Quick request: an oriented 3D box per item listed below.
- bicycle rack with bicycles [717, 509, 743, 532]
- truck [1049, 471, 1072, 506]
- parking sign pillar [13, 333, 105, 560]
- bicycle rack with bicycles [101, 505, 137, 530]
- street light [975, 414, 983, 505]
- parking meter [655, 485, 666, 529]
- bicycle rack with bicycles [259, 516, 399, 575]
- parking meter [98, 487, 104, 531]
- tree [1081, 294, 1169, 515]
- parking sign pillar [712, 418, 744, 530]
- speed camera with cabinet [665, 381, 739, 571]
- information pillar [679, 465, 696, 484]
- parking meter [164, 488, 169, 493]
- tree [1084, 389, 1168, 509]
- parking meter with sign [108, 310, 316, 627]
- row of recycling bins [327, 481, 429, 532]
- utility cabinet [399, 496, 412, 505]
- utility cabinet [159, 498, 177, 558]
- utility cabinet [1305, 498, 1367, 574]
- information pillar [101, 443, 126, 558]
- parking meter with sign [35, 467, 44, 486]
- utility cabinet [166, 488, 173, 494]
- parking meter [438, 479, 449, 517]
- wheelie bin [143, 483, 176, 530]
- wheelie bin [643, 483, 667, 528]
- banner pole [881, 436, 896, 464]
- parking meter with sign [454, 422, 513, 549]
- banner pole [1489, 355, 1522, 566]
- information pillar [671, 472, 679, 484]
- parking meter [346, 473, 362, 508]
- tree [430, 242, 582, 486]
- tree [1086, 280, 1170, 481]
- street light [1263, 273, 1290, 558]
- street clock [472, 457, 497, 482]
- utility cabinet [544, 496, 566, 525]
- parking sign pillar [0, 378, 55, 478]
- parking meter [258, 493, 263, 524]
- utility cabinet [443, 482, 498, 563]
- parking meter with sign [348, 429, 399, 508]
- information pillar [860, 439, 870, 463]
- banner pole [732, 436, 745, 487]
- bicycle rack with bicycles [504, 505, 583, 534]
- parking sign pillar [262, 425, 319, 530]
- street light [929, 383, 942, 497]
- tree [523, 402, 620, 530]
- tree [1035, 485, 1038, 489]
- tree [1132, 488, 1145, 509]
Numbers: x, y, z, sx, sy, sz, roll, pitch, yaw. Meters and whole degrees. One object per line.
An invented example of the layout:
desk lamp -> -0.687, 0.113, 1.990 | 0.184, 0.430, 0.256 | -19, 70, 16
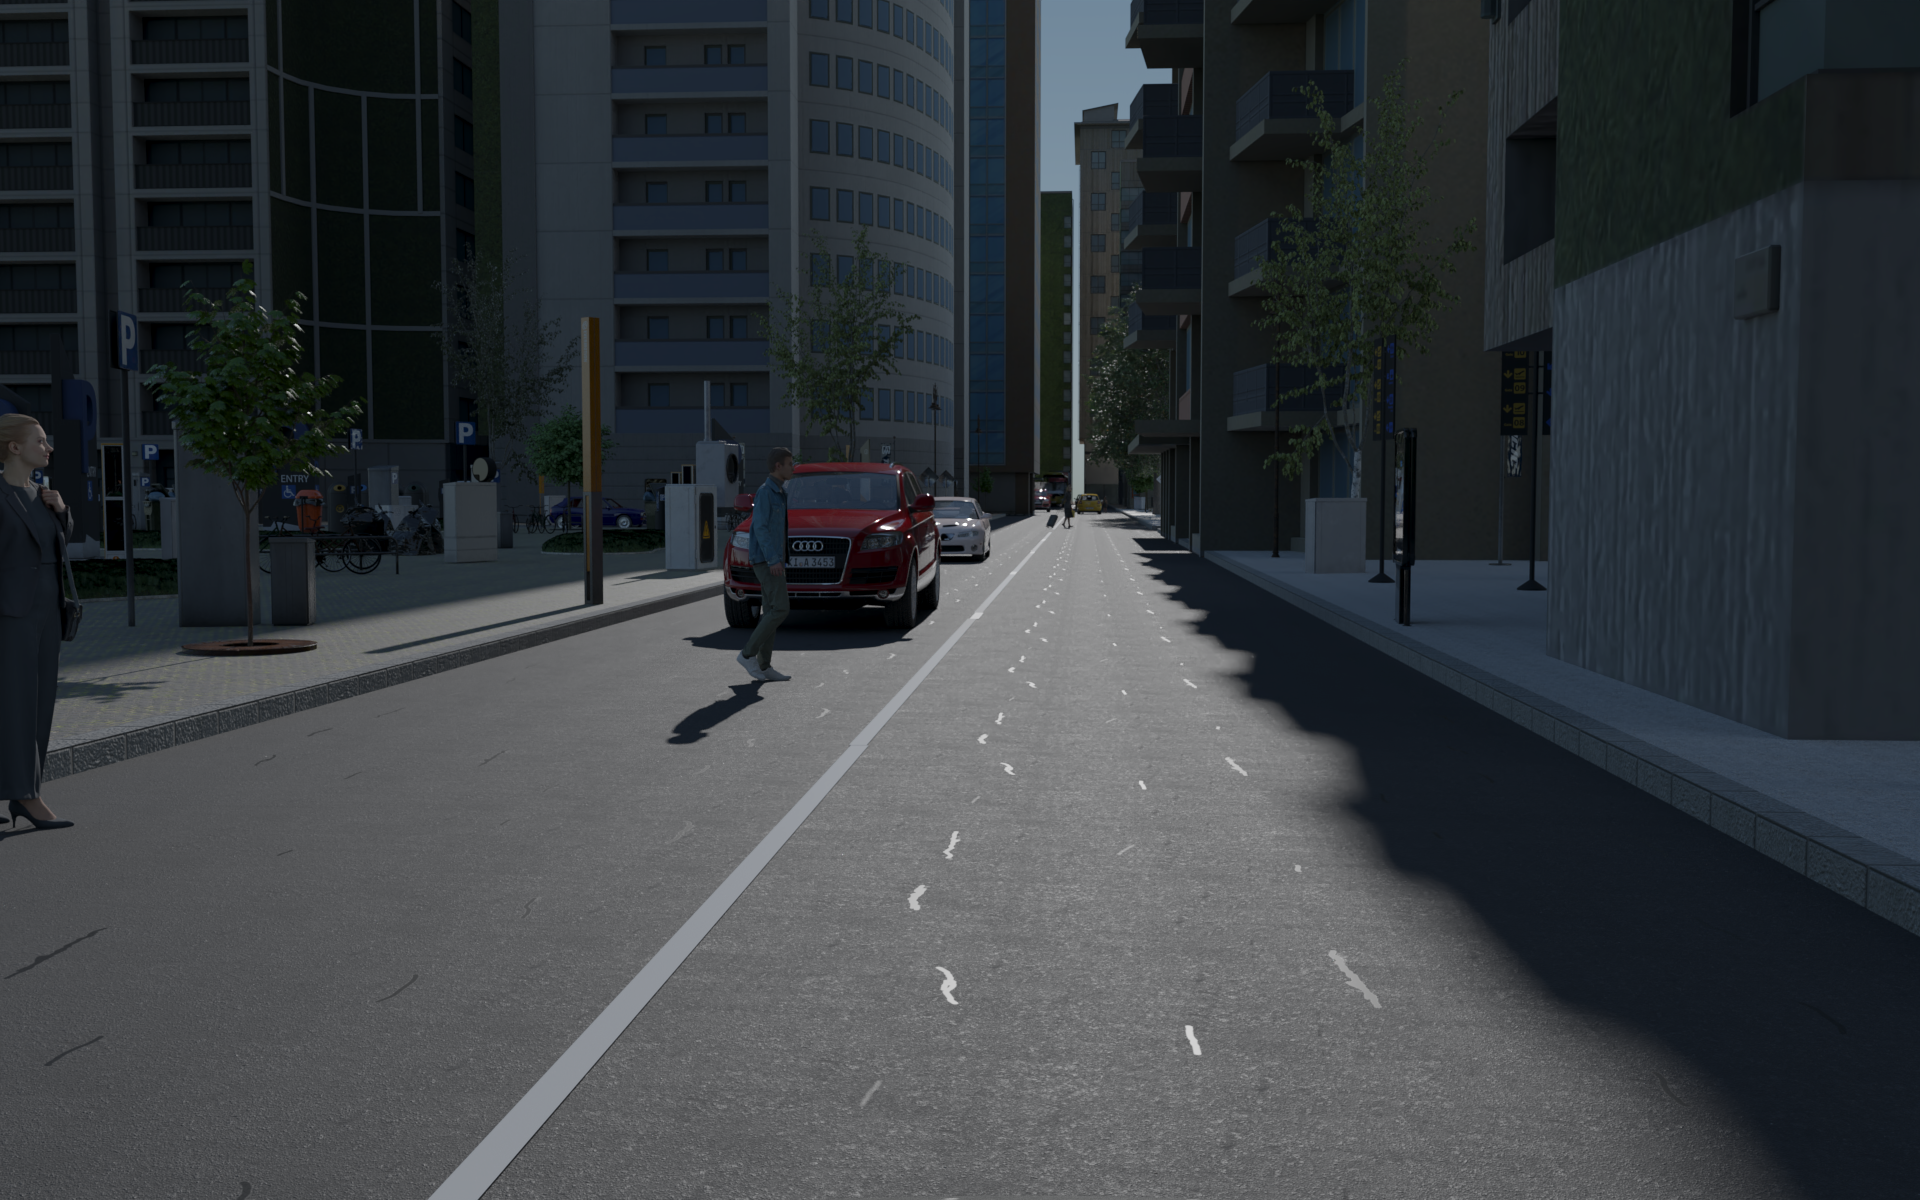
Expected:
bicycle rack with bicycles -> -7.159, -2.792, 59.034 | 2.852, 0.926, 2.925 | -2, 4, -35
truck -> 12.107, -13.501, 209.653 | 2.839, 4.237, 11.283 | 0, 4, 6
parking sign pillar -> -15.218, -2.529, 29.814 | 1.447, 3.967, 1.447 | -1, 4, -15
bicycle rack with bicycles -> -28.895, -2.700, 57.527 | 2.852, 0.926, 2.925 | -3, 4, -38
street light -> 1.074, -7.751, 99.510 | 0.468, 5.910, 1.993 | 0, 4, 4
parking meter -> -8.192, -2.396, 47.584 | 0.372, 1.533, 0.369 | 0, 3, 0
bicycle rack with bicycles -> -10.430, -0.884, 27.831 | 2.925, 0.926, 2.852 | -3, 4, -36
parking meter -> -21.742, -2.147, 43.521 | 0.372, 1.533, 0.369 | 0, 3, 0
tree -> 12.476, -12.331, 108.270 | 9.857, 13.997, 8.962 | 0, 3, 0
parking sign pillar -> -8.339, -4.512, 62.241 | 1.447, 3.967, 1.447 | 2, 4, 31
speed camera with cabinet -> -4.395, -2.159, 29.641 | 0.660, 3.252, 2.038 | 1, 4, 13
information pillar -> -6.768, -2.378, 43.373 | 0.304, 2.012, 0.304 | 1, 4, 11
parking meter -> -27.271, -3.113, 59.312 | 0.372, 1.533, 0.369 | 0, 3, 0
tree -> 14.246, -13.498, 146.439 | 9.928, 11.665, 9.643 | 0, 3, 0
parking meter with sign -> -7.212, -1.257, 16.816 | 1.738, 3.016, 0.543 | 0, 4, -8
row of recycling bins -> -18.551, -2.945, 55.260 | 3.534, 1.692, 1.069 | 1, 4, 13
utility cabinet -> -17.419, -2.578, 53.316 | 1.020, 1.237, 0.306 | -2, 4, -24
utility cabinet -> -13.780, -1.212, 30.984 | 0.306, 1.237, 1.020 | 1, 4, 23
utility cabinet -> 6.105, -1.040, 28.165 | 1.020, 1.237, 0.306 | -2, 4, -25
information pillar -> -12.291, -1.269, 25.232 | 0.304, 2.012, 0.304 | -1, 4, -17
parking meter with sign -> -52.727, -6.328, 99.724 | 0.543, 3.016, 1.738 | 1, 4, 20
utility cabinet -> -29.619, -3.392, 64.138 | 1.173, 1.500, 0.318 | -1, 4, -17
parking meter -> -19.278, -3.609, 64.717 | 0.399, 1.863, 0.255 | -1, 4, -11
wheelie bin -> -23.909, -2.672, 51.596 | 0.980, 1.594, 0.693 | 3, 5, 43
wheelie bin -> -8.744, -2.583, 50.137 | 0.693, 1.594, 0.980 | 3, 5, 41
banner pole -> -3.031, -5.177, 74.661 | 0.863, 3.779, 0.401 | 1, 4, 22
parking meter with sign -> -11.310, -2.754, 41.296 | 1.738, 3.016, 0.543 | 3, 5, 40
banner pole -> 9.921, -2.523, 31.270 | 0.863, 3.779, 0.401 | -3, 5, -40
information pillar -> -9.444, -3.258, 57.757 | 0.304, 2.012, 0.304 | 0, 4, 6
parking meter -> -16.854, -2.596, 48.152 | 0.399, 1.863, 0.255 | -1, 4, -21
tree -> -13.602, -6.179, 51.389 | 4.360, 8.622, 3.978 | 0, 3, 0
tree -> 10.915, -10.516, 88.949 | 9.611, 12.733, 9.660 | 0, 3, 0
street light -> 6.393, -3.799, 34.899 | 0.468, 5.910, 1.993 | 0, 4, 4
street clock -> -9.422, -1.822, 34.359 | 0.471, 2.002, 0.358 | 2, 4, 34
utility cabinet -> -17.023, -3.770, 72.793 | 0.306, 1.237, 1.020 | 2, 4, 28
parking sign pillar -> -19.238, -2.817, 34.523 | 1.447, 3.967, 1.447 | 0, 4, 1
parking meter -> -29.858, -4.174, 73.957 | 0.255, 1.863, 0.399 | 3, 5, 44
utility cabinet -> -9.188, -1.457, 32.493 | 0.318, 1.500, 1.173 | 1, 4, 23
parking meter with sign -> -15.396, -3.058, 46.253 | 1.738, 3.016, 0.543 | 1, 4, 14
information pillar -> -3.997, -5.011, 73.283 | 0.504, 3.616, 0.183 | 3, 4, 36
banner pole -> -9.475, -5.136, 73.988 | 0.863, 3.779, 0.401 | 3, 4, 36
bicycle rack with bicycles -> -13.600, -2.657, 56.830 | 2.852, 0.926, 2.925 | -2, 4, -28
parking sign pillar -> -16.885, -3.376, 43.670 | 1.447, 3.967, 1.447 | 0, 4, -4
street light -> -1.029, -6.066, 71.971 | 0.468, 5.910, 1.993 | 0, 4, 4
tree -> -13.856, -4.774, 61.761 | 4.285, 4.588, 4.351 | 0, 3, 0
tree -> 8.227, -12.955, 206.419 | 1.663, 3.219, 1.824 | 0, 3, 0
tree -> 15.721, -9.685, 152.953 | 1.663, 3.219, 1.824 | 0, 3, 0
